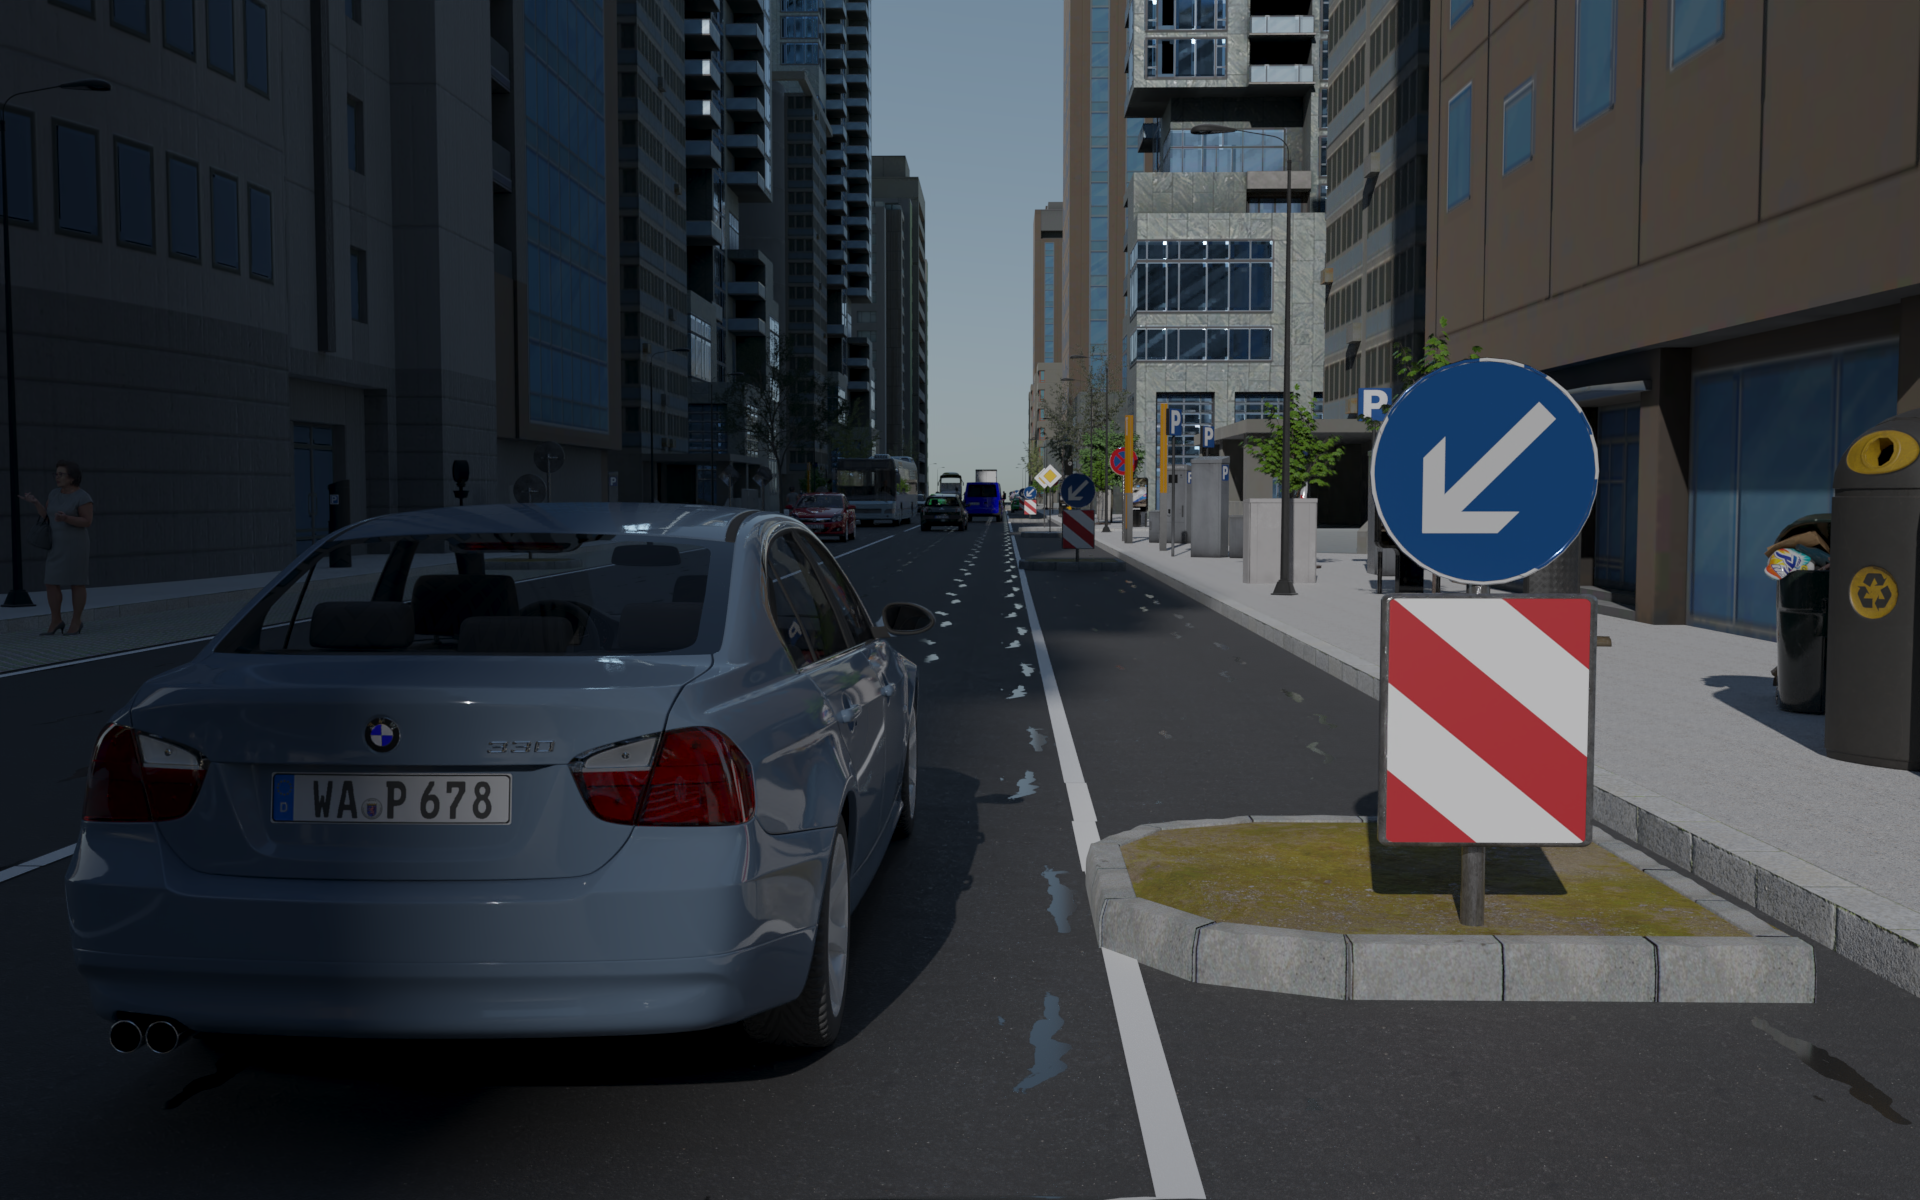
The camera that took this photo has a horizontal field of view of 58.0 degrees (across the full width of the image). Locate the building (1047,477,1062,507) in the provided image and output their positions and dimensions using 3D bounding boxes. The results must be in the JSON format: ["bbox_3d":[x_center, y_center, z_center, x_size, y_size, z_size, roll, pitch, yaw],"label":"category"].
[{"bbox_3d":[25.020,-29.390,172.408,32.217,40.220,23.993,0,4,1],"label":"building"}]

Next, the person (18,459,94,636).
[{"bbox_3d":[-9.115,-0.524,17.426,0.716,1.782,0.532,1,4,14],"label":"person"}]

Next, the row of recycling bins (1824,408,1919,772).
[{"bbox_3d":[4.581,0.009,6.966,1.069,1.692,3.534,0,4,5],"label":"row of recycling bins"}]

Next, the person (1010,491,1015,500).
[{"bbox_3d":[4.550,-8.270,144.648,0.436,1.711,0.756,-3,5,-44],"label":"person"}]

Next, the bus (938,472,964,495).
[{"bbox_3d":[-1.053,-12.572,197.096,2.896,3.916,12.252,0,4,0],"label":"bus"}]

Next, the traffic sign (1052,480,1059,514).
[{"bbox_3d":[6.078,-6.930,113.404,0.768,2.556,0.104,0,4,3],"label":"traffic sign"}]

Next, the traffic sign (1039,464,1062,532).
[{"bbox_3d":[3.027,-3.337,58.195,0.795,2.450,0.064,0,4,1],"label":"traffic sign"}]

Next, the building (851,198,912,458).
[{"bbox_3d":[-13.785,-33.596,232.887,14.154,41.232,14.086,0,4,1],"label":"building"}]

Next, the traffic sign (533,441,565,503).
[{"bbox_3d":[-9.875,-2.538,41.609,0.768,2.556,0.104,0,4,5],"label":"traffic sign"}]

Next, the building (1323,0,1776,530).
[{"bbox_3d":[23.788,-25.844,72.657,14.200,45.320,14.600,0,4,1],"label":"building"}]

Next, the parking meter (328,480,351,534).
[{"bbox_3d":[-10.850,-1.338,30.289,0.372,1.533,0.369,0,3,0],"label":"parking meter"}]

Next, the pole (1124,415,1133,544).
[{"bbox_3d":[4.374,-3.121,44.870,0.158,3.312,0.155,0,3,0],"label":"pole"}]

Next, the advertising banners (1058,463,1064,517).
[{"bbox_3d":[5.676,-6.170,97.072,0.090,3.025,2.074,1,4,11],"label":"advertising banners"}]

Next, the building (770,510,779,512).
[{"bbox_3d":[-23.148,-48.944,112.910,22.319,86.520,31.000,0,4,1],"label":"building"}]

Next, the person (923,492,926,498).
[{"bbox_3d":[-4.313,-11.830,202.713,0.721,1.735,1.217,-3,4,-36],"label":"person"}]

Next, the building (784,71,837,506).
[{"bbox_3d":[-24.679,-28.237,153.562,32.217,40.220,23.993,0,4,1],"label":"building"}]

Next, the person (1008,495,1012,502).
[{"bbox_3d":[8.108,-15.938,269.109,1.348,1.821,0.705,-1,4,-15],"label":"person"}]

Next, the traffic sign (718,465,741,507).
[{"bbox_3d":[-7.764,-3.354,58.477,0.795,2.450,0.064,0,4,1],"label":"traffic sign"}]

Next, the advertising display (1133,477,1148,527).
[{"bbox_3d":[6.837,-3.787,67.139,0.974,1.923,0.123,2,4,33],"label":"advertising display"}]

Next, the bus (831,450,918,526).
[{"bbox_3d":[-3.742,-5.211,80.064,2.948,3.499,13.247,0,4,3],"label":"bus"}]

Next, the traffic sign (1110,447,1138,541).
[{"bbox_3d":[4.445,-2.871,47.053,0.768,2.556,0.104,0,4,4],"label":"traffic sign"}]

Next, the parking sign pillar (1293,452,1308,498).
[{"bbox_3d":[13.161,-4.727,65.764,1.447,3.967,1.447,-1,4,-19],"label":"parking sign pillar"}]

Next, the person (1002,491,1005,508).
[{"bbox_3d":[4.279,-10.001,172.699,0.721,1.739,1.217,2,4,27],"label":"person"}]

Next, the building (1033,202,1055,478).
[{"bbox_3d":[18.140,-37.559,264.195,14.600,45.320,14.200,0,4,1],"label":"building"}]

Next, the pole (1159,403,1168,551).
[{"bbox_3d":[4.584,-2.764,39.036,0.158,3.312,0.155,0,3,0],"label":"pole"}]

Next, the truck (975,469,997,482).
[{"bbox_3d":[3.072,-12.984,201.205,2.839,4.237,11.283,0,4,1],"label":"truck"}]

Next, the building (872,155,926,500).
[{"bbox_3d":[-16.123,-38.365,250.964,21.300,48.544,21.600,0,4,1],"label":"building"}]

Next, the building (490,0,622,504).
[{"bbox_3d":[-18.281,-24.366,48.500,14.200,45.320,14.600,0,4,1],"label":"building"}]

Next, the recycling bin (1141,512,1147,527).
[{"bbox_3d":[6.950,-3.423,68.520,0.722,1.027,0.722,2,4,29],"label":"recycling bin"}]

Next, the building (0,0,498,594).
[{"bbox_3d":[-21.838,-29.592,25.828,21.231,58.520,28.212,0,4,1],"label":"building"}]

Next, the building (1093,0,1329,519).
[{"bbox_3d":[18.554,-48.245,101.480,22.319,86.520,31.000,0,4,1],"label":"building"}]

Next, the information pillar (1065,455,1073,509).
[{"bbox_3d":[6.385,-6.732,101.429,0.504,3.616,0.183,1,4,20],"label":"information pillar"}]

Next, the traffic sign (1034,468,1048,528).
[{"bbox_3d":[3.221,-3.825,66.177,0.795,2.450,0.064,0,4,1],"label":"traffic sign"}]

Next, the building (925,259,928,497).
[{"bbox_3d":[-12.705,-37.294,293.348,14.154,41.232,14.086,0,4,1],"label":"building"}]

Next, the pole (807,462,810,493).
[{"bbox_3d":[-9.760,-7.214,111.792,0.158,3.312,0.155,0,3,0],"label":"pole"}]

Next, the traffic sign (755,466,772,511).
[{"bbox_3d":[-8.964,-4.832,79.112,0.768,2.556,0.104,0,4,3],"label":"traffic sign"}]

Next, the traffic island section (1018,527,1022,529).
[{"bbox_3d":[3.245,-2.689,66.254,2.009,0.180,2.903,0,4,1],"label":"traffic island section"}]

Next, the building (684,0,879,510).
[{"bbox_3d":[-19.260,-53.030,179.708,22.319,86.520,31.000,0,4,1],"label":"building"}]

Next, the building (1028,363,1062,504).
[{"bbox_3d":[25.317,-26.986,286.263,27.650,21.520,28.899,0,4,1],"label":"building"}]

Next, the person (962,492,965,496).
[{"bbox_3d":[0.770,-17.257,290.666,1.348,1.822,0.705,1,4,22],"label":"person"}]

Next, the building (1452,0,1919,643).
[{"bbox_3d":[13.525,-22.434,16.902,14.600,45.320,14.200,0,4,1],"label":"building"}]

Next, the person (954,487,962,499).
[{"bbox_3d":[-0.128,-5.318,95.626,0.511,1.800,0.466,0,4,6],"label":"person"}]

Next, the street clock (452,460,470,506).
[{"bbox_3d":[-10.573,-1.967,36.725,0.358,2.002,0.471,-2,4,-34],"label":"street clock"}]

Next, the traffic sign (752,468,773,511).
[{"bbox_3d":[-7.569,-3.842,66.460,0.795,2.450,0.064,0,4,1],"label":"traffic sign"}]

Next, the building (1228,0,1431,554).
[{"bbox_3d":[22.836,-21.529,43.885,32.217,40.220,23.993,0,4,1],"label":"building"}]

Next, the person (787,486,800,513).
[{"bbox_3d":[-6.977,-3.951,73.460,0.716,1.782,0.532,0,4,5],"label":"person"}]

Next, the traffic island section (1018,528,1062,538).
[{"bbox_3d":[3.051,-2.201,58.271,2.009,0.180,2.903,0,4,1],"label":"traffic island section"}]

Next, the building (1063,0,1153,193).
[{"bbox_3d":[15.073,-29.557,133.374,14.600,45.320,14.200,0,4,1],"label":"building"}]

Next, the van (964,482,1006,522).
[{"bbox_3d":[1.239,-5.213,89.624,2.240,2.365,5.245,0,4,3],"label":"van"}]

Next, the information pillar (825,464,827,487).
[{"bbox_3d":[-10.361,-8.731,134.098,0.183,3.616,0.504,-1,4,-8],"label":"information pillar"}]

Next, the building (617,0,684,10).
[{"bbox_3d":[-25.731,-23.641,78.406,32.217,40.220,23.993,0,4,1],"label":"building"}]

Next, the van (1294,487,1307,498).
[{"bbox_3d":[14.147,-3.410,62.768,4.112,2.044,2.013,0,4,1],"label":"van"}]

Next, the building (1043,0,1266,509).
[{"bbox_3d":[21.201,-54.182,198.541,22.319,86.520,31.000,0,4,1],"label":"building"}]
